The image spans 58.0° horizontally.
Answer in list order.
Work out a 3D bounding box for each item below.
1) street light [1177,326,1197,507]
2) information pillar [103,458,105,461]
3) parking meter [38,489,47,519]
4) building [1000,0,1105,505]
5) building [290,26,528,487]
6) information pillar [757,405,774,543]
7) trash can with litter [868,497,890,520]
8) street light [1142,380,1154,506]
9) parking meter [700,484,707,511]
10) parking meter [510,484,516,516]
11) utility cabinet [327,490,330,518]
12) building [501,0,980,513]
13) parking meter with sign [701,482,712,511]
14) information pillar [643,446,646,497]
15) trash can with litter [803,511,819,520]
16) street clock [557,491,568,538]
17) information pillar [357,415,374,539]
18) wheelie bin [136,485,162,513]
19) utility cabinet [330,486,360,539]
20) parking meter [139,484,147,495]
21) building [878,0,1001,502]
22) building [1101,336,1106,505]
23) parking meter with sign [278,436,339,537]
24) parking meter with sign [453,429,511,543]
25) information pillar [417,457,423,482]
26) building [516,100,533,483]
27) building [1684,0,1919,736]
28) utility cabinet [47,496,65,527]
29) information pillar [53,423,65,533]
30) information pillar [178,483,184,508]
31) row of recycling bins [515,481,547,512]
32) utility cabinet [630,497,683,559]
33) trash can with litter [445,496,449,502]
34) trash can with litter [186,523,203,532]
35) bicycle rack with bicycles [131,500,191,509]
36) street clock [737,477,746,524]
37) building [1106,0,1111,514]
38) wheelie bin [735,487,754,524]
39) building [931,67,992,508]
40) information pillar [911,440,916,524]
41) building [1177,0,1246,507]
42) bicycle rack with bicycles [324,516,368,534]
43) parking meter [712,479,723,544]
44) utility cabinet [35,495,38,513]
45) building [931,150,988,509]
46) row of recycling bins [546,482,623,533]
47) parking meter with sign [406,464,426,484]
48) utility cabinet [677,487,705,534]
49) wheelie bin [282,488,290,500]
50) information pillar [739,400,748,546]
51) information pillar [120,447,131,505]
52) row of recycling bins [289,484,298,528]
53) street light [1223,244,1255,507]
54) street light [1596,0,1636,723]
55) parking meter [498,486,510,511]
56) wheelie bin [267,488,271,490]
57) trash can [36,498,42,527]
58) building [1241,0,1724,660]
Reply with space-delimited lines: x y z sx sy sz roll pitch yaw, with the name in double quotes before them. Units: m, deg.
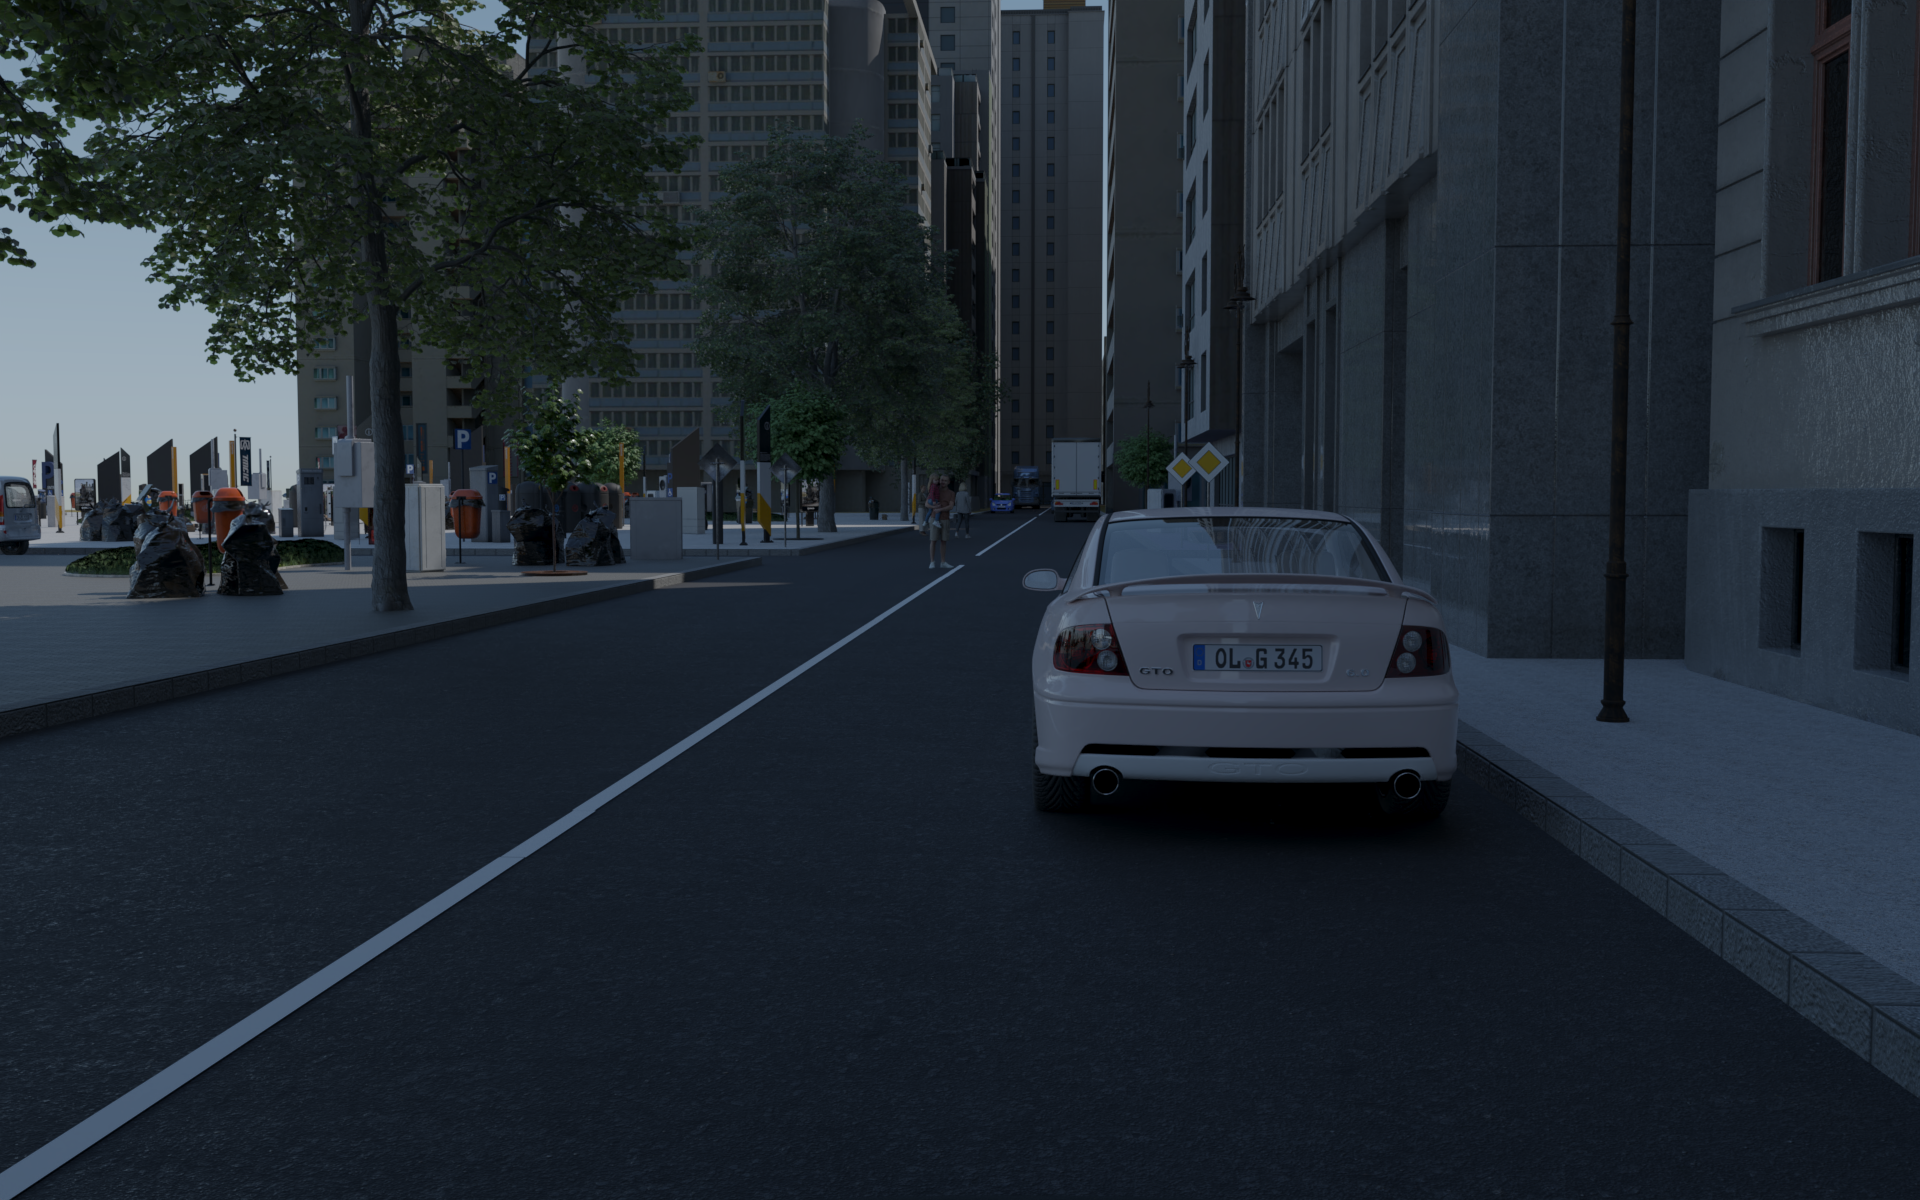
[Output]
"street light" 6.243 -4.587 47.789 0.468 5.910 1.993 0 4 4
"information pillar" -55.223 -7.380 112.014 0.504 3.616 0.183 3 5 41
"parking meter" -47.283 -4.942 89.209 0.372 1.533 0.369 0 3 0
"building" 3.054 -40.838 209.700 28.212 58.520 21.231 0 4 4
"building" -56.325 -34.341 185.180 21.600 48.544 21.300 0 4 4
"information pillar" -5.128 -3.306 45.407 0.183 3.616 0.504 2 4 32
"trash can with litter" -4.001 -4.533 85.496 1.055 1.170 0.624 0 4 -1
"street light" 7.649 -5.969 70.376 0.468 5.910 1.993 0 4 4
"parking meter" -15.074 -5.876 101.784 0.255 1.863 0.399 2 4 32
"parking meter" -26.109 -5.843 101.237 0.255 1.863 0.399 -3 4 -37
"utility cabinet" -33.177 -5.101 92.079 1.173 1.500 0.318 3 4 38
"building" -14.918 -26.787 129.854 32.217 40.220 23.993 0 4 4
"parking meter with sign" -16.296 -7.042 111.397 1.738 3.016 0.543 -1 4 -9
"information pillar" -15.225 -5.645 83.650 0.183 3.616 0.504 0 4 -4
"trash can with litter" -7.521 -4.709 88.051 1.678 1.210 2.233 2 4 34
"street clock" -11.501 -2.780 50.018 0.358 2.002 0.471 1 4 10
"information pillar" -17.093 -3.585 49.971 0.504 3.616 0.183 0 4 -5
"wheelie bin" -26.781 -3.019 57.264 0.693 1.594 0.980 -3 5 -40
"utility cabinet" -17.230 -2.446 48.677 0.318 1.500 1.173 0 4 2
"parking meter" -45.359 -5.532 96.154 0.255 1.863 0.399 1 4 18
"building" -6.387 -45.505 182.251 20.611 71.187 20.563 0 4 4
"building" 32.079 -22.448 212.057 28.899 21.520 27.650 0 4 4
"parking meter with sign" -19.463 -3.397 51.799 1.738 3.016 0.543 -3 4 -36
"parking meter with sign" -12.658 -3.044 46.023 1.738 3.016 0.543 2 4 34
"information pillar" -34.042 -7.206 109.179 0.504 3.616 0.183 3 5 40
"building" -31.187 -32.317 183.008 28.867 44.769 22.147 0 4 4
"building" 10.790 -13.024 0.334 14.401 28.519 23.554 0 4 4
"utility cabinet" -35.098 -3.431 67.266 0.306 1.237 1.020 0 4 -7
"information pillar" -29.781 -4.025 57.161 0.183 3.616 0.504 -3 5 -41
"information pillar" -53.663 -7.025 119.342 0.304 2.012 0.304 -1 4 -12
"row of recycling bins" -16.003 -3.683 67.329 1.069 1.692 3.534 -3 4 -38
"utility cabinet" -6.000 -1.411 34.224 1.020 1.237 0.306 -1 4 -9
"trash can with litter" -20.022 -3.404 66.718 1.678 1.210 2.233 0 4 -3
"trash can with litter" -25.755 -2.888 58.603 1.055 1.170 0.624 -3 5 -40
"bicycle rack with bicycles" -47.563 -5.407 101.786 2.925 0.926 2.852 1 4 15
"street clock" -9.346 -4.252 74.089 0.358 2.002 0.471 -1 4 -23
"building" 19.460 -29.161 100.490 21.300 48.544 21.600 0 4 4
"wheelie bin" -9.372 -4.132 75.465 0.693 1.594 0.980 -2 4 -30
"building" -4.368 -29.297 162.597 14.154 41.232 14.086 0 4 4
"information pillar" -1.983 -5.089 74.564 0.183 3.616 0.504 -1 4 -11
"building" 13.305 -16.773 45.943 14.107 30.474 14.160 0 4 4
"bicycle rack with bicycles" -20.089 -2.606 55.991 2.852 0.926 2.925 0 4 -8
"parking meter" -6.209 -2.364 44.370 0.255 1.863 0.399 -1 4 -12
"utility cabinet" -56.923 -5.799 105.973 1.020 1.237 0.306 -3 5 -41
"building" -4.983 -23.058 148.703 14.160 30.474 14.107 0 4 4
"row of recycling bins" -13.352 -3.384 62.440 1.069 1.692 3.534 1 4 20
"parking meter with sign" -32.057 -6.520 102.855 0.543 3.016 1.738 1 4 22
"utility cabinet" -8.625 -2.870 55.596 0.318 1.500 1.173 -3 5 -41
"wheelie bin" -36.318 -5.274 94.138 0.980 1.594 0.693 -2 4 -26
"information pillar" -5.399 -3.163 43.063 0.183 3.616 0.504 0 4 -3
"information pillar" -41.895 -5.849 86.985 0.183 3.616 0.504 2 4 31
"row of recycling bins" -25.595 -3.701 67.625 1.069 1.692 3.534 -1 4 -18
"street light" 5.173 -3.638 32.261 0.468 5.910 1.993 0 4 4
"street light" 3.693 -2.253 9.620 0.468 5.910 1.993 0 4 4
"parking meter" -12.771 -2.447 48.412 0.372 1.533 0.369 0 3 0
"wheelie bin" -34.670 -4.818 86.683 0.693 1.594 0.980 1 4 12
"trash can" -34.713 -3.248 64.756 0.748 1.137 0.748 0 3 0
"building" 10.748 -12.492 22.274 12.078 24.808 19.932 0 4 4
